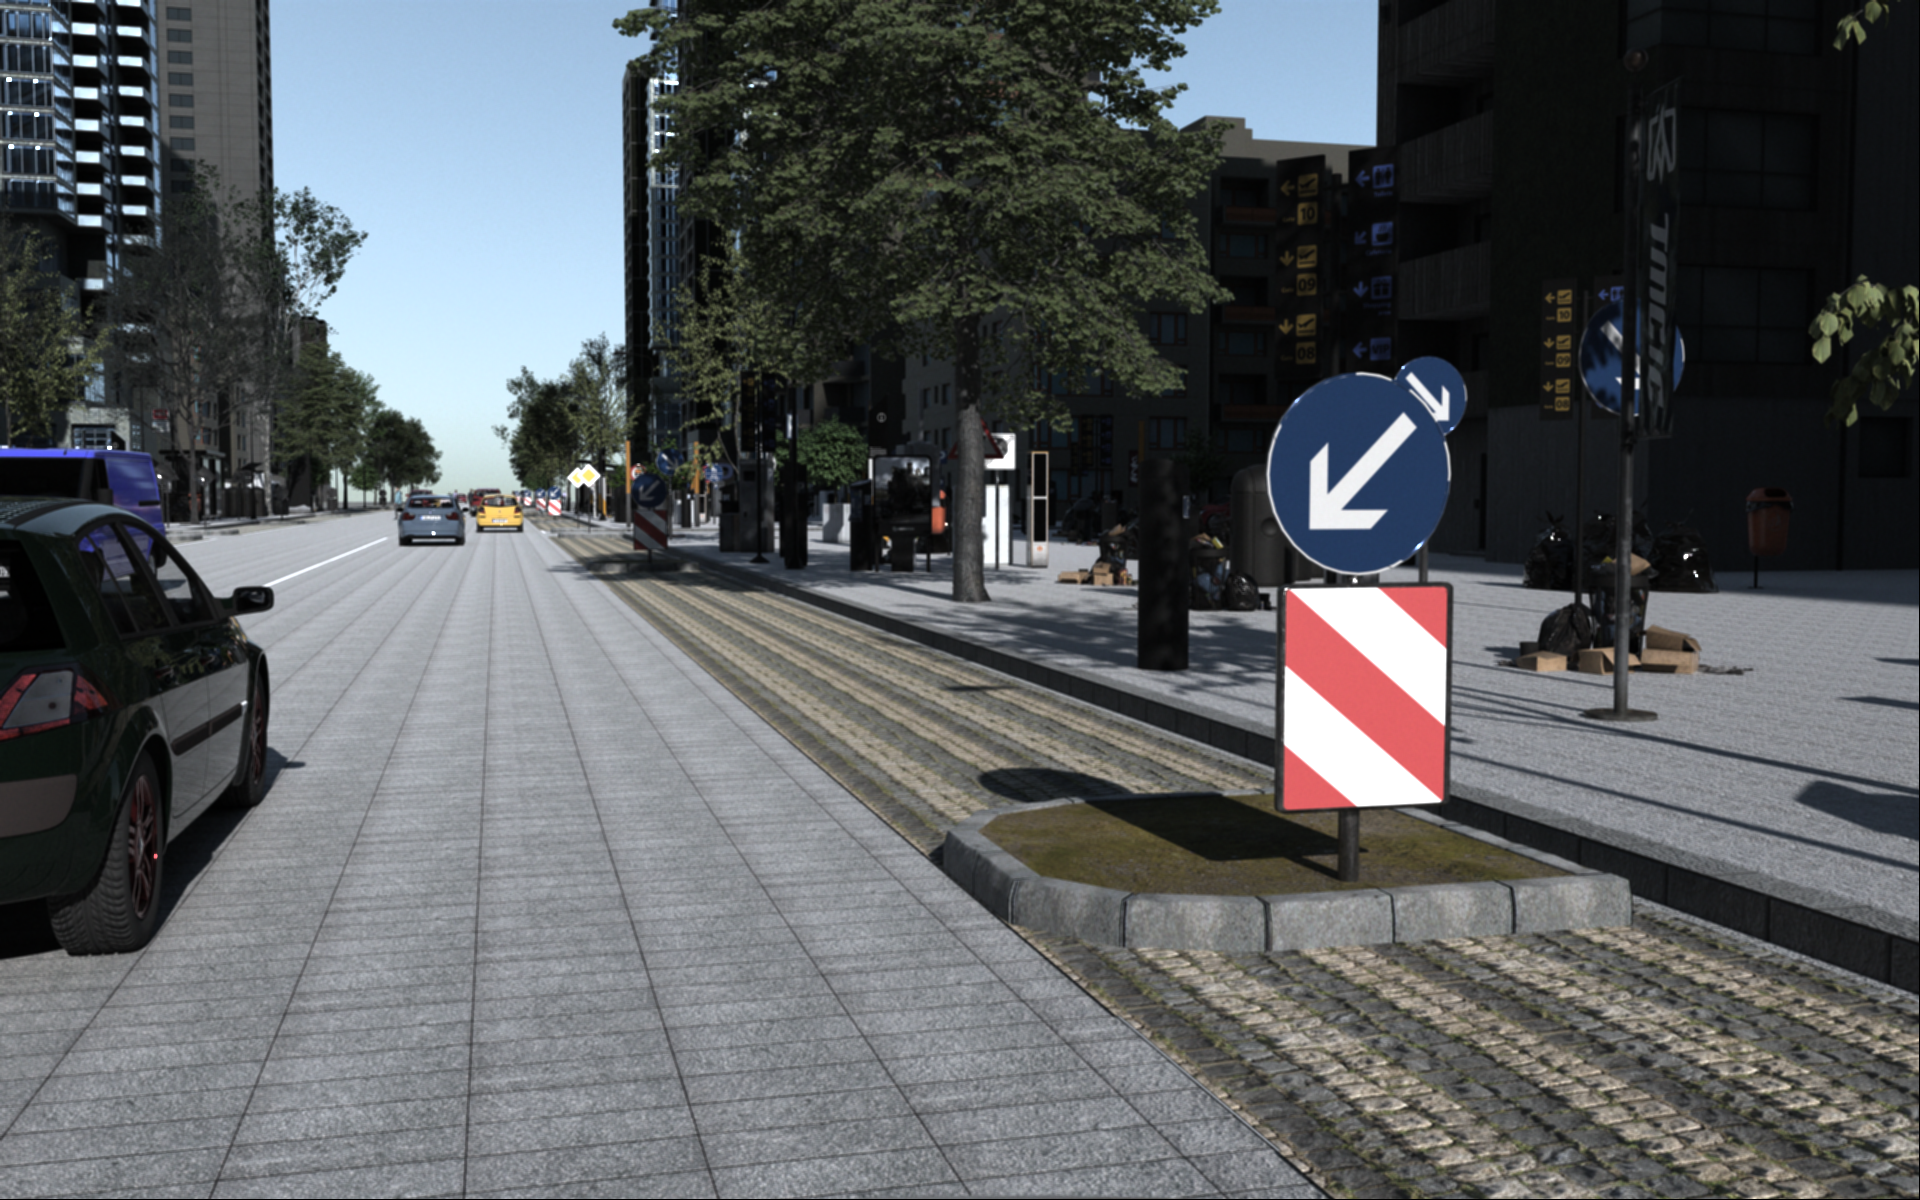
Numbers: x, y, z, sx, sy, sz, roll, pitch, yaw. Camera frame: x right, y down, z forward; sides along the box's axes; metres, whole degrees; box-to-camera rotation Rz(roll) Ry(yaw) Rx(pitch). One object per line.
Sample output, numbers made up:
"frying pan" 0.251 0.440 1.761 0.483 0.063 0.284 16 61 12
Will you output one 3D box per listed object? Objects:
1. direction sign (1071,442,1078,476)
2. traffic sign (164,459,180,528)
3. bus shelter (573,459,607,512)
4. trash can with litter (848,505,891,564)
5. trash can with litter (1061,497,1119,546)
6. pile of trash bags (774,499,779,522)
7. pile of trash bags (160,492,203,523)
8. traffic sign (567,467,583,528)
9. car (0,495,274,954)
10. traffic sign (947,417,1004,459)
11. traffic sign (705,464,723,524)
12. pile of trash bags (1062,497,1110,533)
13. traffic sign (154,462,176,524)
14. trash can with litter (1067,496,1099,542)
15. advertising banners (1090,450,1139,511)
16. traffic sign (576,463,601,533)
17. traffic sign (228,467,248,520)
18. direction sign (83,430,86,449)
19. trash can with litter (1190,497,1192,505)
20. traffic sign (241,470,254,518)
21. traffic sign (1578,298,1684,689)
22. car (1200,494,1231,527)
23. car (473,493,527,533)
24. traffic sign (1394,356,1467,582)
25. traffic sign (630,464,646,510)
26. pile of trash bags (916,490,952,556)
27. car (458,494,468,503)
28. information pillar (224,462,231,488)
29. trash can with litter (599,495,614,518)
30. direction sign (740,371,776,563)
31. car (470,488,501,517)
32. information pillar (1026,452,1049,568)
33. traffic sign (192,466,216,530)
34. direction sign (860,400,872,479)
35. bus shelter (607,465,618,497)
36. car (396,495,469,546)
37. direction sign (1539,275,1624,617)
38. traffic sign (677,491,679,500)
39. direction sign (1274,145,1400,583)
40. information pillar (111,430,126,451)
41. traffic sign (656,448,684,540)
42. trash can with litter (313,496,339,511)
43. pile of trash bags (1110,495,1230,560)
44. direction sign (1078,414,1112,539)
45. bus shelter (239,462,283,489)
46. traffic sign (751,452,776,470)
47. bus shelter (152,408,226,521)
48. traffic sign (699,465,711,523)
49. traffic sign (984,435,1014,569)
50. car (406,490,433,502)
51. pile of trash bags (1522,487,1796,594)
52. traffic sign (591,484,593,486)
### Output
"direction sign" 5.248 -5.150 76.192 0.876 3.537 0.379 -2 4 -27
"traffic sign" -29.680 -3.966 64.848 0.884 2.594 0.081 0 4 -8
"bus shelter" -25.814 -7.891 120.296 1.731 3.624 6.357 -1 4 -15
"trash can with litter" -1.478 -1.250 31.819 1.055 1.170 0.624 -2 4 -34
"trash can with litter" 3.537 -1.983 43.480 1.678 1.210 2.233 -3 5 -44
"pile of trash bags" -8.389 -4.300 80.064 1.912 1.369 3.447 -1 4 -23
"pile of trash bags" -35.284 -4.143 77.483 1.912 1.369 3.447 1 4 19
"traffic sign" -14.228 -3.723 64.510 0.795 2.450 0.064 -1 4 -15
"car" -3.738 0.197 6.567 2.009 1.686 4.222 -1 4 -15
"traffic sign" 0.230 -1.610 26.333 0.884 2.594 0.081 -1 4 -12
"traffic sign" -10.400 -4.475 73.276 0.768 2.556 0.104 -1 4 -9
"pile of trash bags" 5.178 -2.913 57.372 3.447 1.369 1.912 -1 4 -15
"traffic sign" -24.630 -3.049 53.497 0.795 2.450 0.064 -1 4 -15
"trash can with litter" 3.292 -2.161 46.718 0.624 1.170 1.055 2 4 24
"advertising banners" 6.219 -4.458 69.077 2.074 3.025 0.090 0 4 -3
"traffic sign" -12.166 -3.251 56.795 0.795 2.450 0.064 -1 4 -15
"traffic sign" -35.074 -5.148 84.167 0.884 2.594 0.081 -1 4 -14
"direction sign" -30.972 -4.242 61.357 0.379 3.537 0.876 -2 4 -30
"trash can with litter" 9.614 -3.799 73.495 0.624 1.170 1.055 -2 4 -25
"traffic sign" -37.419 -5.553 90.892 0.768 2.556 0.104 0 4 -5
"traffic sign" 4.348 -0.687 11.334 0.768 2.556 0.104 -1 4 -13
"car" 10.648 -3.513 66.481 4.494 1.783 2.155 -1 4 -16
"car" -17.542 -3.413 66.031 2.015 1.641 3.980 -1 4 -15
"traffic sign" 4.319 -0.978 16.100 0.768 2.556 0.104 -1 4 -12
"traffic sign" -13.843 -4.553 74.554 0.768 2.556 0.104 -1 4 -13
"pile of trash bags" -0.175 -1.700 37.550 1.912 1.369 3.447 1 4 12
"car" -77.452 -15.885 268.758 2.155 1.783 4.494 -1 4 -14
"information pillar" -53.050 -8.204 125.482 0.504 3.616 0.183 1 4 13
"trash can with litter" -18.590 -5.140 95.103 2.233 1.210 1.678 0 4 2
"direction sign" -3.743 -2.460 32.217 0.379 3.537 0.876 3 4 39
"car" -30.210 -6.250 110.862 2.281 1.827 5.304 -1 4 -14
"information pillar" 1.343 -1.566 30.091 0.304 2.012 0.304 -1 4 -16
"traffic sign" -26.692 -3.521 61.212 0.795 2.450 0.064 -1 4 -15
"direction sign" -2.182 -3.068 42.166 0.379 3.537 0.876 0 4 1
"bus shelter" -27.480 -8.834 135.718 1.731 3.624 6.357 -1 4 -15
"car" -15.001 -2.279 49.271 2.014 1.417 4.499 -1 4 -15
"direction sign" 6.526 -1.602 18.183 0.876 3.537 0.379 2 4 34
"traffic sign" -14.857 -5.571 91.195 0.768 2.556 0.104 -1 4 -11
"direction sign" 2.500 -1.198 11.592 0.876 3.537 0.379 3 4 38
"information pillar" -30.877 -4.418 63.581 0.504 3.616 0.183 0 4 -3
"traffic sign" -8.039 -2.934 48.082 0.768 2.556 0.104 -1 4 -13
"trash can with litter" -48.129 -7.341 131.079 2.233 1.210 1.678 0 4 -4
"pile of trash bags" 4.973 -1.489 34.102 3.447 1.369 1.912 -1 4 -21
"direction sign" 3.886 -3.502 49.262 0.876 3.537 0.379 1 4 10
"bus shelter" -45.126 -7.216 111.905 2.014 3.302 5.546 -1 4 -15
"traffic sign" -5.751 -3.091 50.647 0.768 2.556 0.104 0 4 -8
"bus shelter" -37.239 -6.479 83.558 2.179 5.291 8.768 -1 4 -15
"traffic sign" -11.305 -4.722 77.310 0.768 2.556 0.104 -1 4 -14
"traffic sign" 0.632 -1.668 29.394 0.606 2.300 0.079 -1 4 -12
"car" -46.276 -8.552 148.502 2.281 1.827 5.304 -1 4 -13
"pile of trash bags" 9.444 -0.820 23.159 3.447 1.369 1.912 0 4 -5
"traffic sign" -24.311 -7.047 115.224 0.884 2.594 0.081 0 4 -7
